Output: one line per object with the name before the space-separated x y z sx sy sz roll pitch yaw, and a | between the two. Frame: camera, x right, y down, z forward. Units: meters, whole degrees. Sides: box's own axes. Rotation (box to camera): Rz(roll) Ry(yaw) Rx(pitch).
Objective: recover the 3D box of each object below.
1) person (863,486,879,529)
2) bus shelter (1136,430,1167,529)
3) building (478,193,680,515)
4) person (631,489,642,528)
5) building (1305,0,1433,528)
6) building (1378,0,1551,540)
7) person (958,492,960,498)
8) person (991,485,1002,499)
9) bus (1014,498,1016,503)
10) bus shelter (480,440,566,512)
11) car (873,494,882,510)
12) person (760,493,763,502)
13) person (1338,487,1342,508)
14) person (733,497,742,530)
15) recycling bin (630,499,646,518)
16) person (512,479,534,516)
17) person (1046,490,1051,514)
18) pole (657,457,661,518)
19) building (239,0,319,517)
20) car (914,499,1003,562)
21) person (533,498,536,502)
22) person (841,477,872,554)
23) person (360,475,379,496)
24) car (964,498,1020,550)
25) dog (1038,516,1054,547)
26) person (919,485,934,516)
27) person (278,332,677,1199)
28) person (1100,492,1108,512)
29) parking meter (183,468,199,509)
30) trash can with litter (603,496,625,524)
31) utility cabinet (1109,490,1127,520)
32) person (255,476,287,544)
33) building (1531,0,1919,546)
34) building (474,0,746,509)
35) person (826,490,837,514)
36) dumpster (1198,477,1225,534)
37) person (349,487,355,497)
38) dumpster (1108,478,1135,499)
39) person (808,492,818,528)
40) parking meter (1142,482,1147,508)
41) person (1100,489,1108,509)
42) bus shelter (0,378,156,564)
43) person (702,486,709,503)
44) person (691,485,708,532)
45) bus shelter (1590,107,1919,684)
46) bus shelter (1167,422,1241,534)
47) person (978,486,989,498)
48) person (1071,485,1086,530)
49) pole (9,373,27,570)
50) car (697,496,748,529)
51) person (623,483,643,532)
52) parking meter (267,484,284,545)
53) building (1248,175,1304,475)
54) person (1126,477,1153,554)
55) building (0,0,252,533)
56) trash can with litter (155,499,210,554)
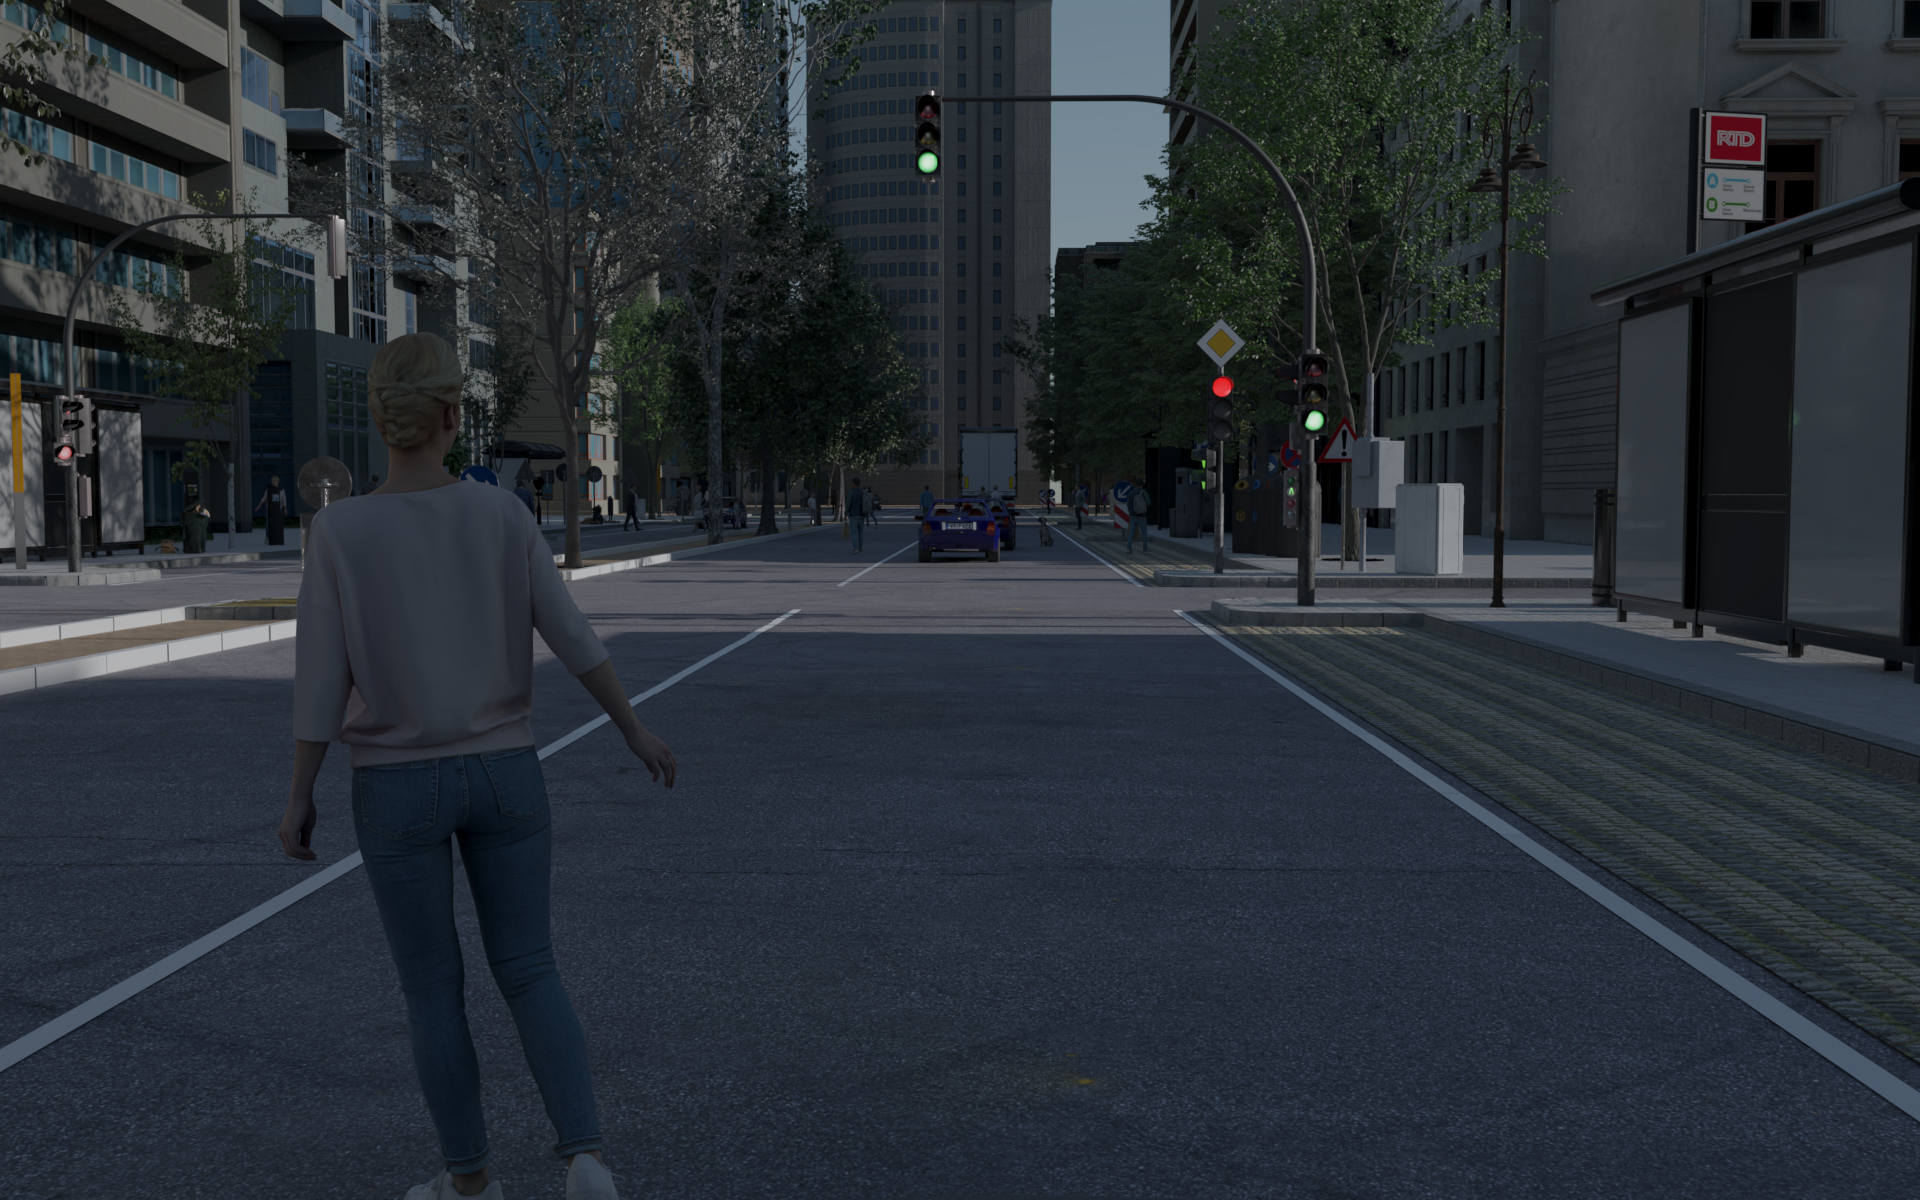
person | -3.680 -3.808 71.349 0.643 1.750 0.593 3 5 43
bus shelter | 7.825 -4.583 66.211 1.731 3.624 6.357 0 4 1
building | -35.841 -16.782 119.429 27.650 21.520 28.899 0 4 1
person | -13.853 -3.959 73.909 0.598 1.740 0.731 -3 5 -45
building | 21.861 -14.816 71.915 12.332 23.373 15.834 0 4 1
building | 20.650 -12.291 55.716 10.420 20.320 16.860 0 4 1
person | 0.196 -5.738 102.495 0.592 1.802 0.473 3 5 43
person | 1.417 -3.573 67.137 0.478 1.798 0.641 -1 4 -11
bus | 3.727 -9.892 156.586 2.948 3.499 13.247 0 4 2
bus shelter | -16.831 -4.496 67.427 2.014 3.302 5.546 0 4 1
car | -7.996 -8.913 155.522 2.009 1.686 4.222 0 4 1
person | -8.533 -4.140 76.394 0.606 1.804 0.583 -1 4 -20
person | 12.045 -2.898 53.611 0.721 1.800 0.419 -1 4 -9
person | -8.806 -3.411 68.550 0.394 1.301 0.425 -2 4 -32
recycling bin | -17.068 -4.836 91.625 0.722 1.027 0.722 0 4 3
person | -11.009 -2.141 43.690 0.721 1.800 0.419 -1 4 -17
person | 6.163 -6.896 121.936 0.721 1.739 1.217 1 4 9
pole | -16.403 -6.149 94.382 0.158 3.312 0.155 0 3 0
building | -35.899 -46.999 81.101 22.319 86.520 31.000 0 4 1
car | -0.029 -1.533 37.642 1.945 1.354 3.894 0 4 0
person | -22.686 -5.172 90.946 0.721 1.781 0.623 1 4 13
person | -2.499 -1.996 41.118 0.794 1.824 0.713 -1 4 -10
person | -17.377 -2.766 51.074 0.655 1.846 0.447 0 4 -3
car | 0.589 -2.008 45.403 1.945 1.354 3.894 0 4 3
dog | 2.293 -1.864 47.318 0.513 0.831 0.800 1 4 14
person | -1.283 -3.567 67.172 0.601 1.785 0.444 0 4 -4
person | -0.855 0.357 3.335 0.598 1.740 0.731 3 5 45
person | 10.283 -6.998 123.677 0.599 1.433 0.991 -2 4 -35
parking meter | -17.022 -1.997 38.364 0.255 1.863 0.399 -2 4 -34
trash can with litter | -15.569 -3.991 76.307 1.678 1.210 2.233 0 4 -2
utility cabinet | 7.877 -4.648 84.666 1.173 1.500 0.318 3 4 37
person | -17.693 -2.304 44.393 0.731 1.740 0.598 -3 4 -38
building | 25.282 -12.504 40.592 21.152 22.565 11.583 0 4 1
building | -31.900 -44.199 160.909 20.611 71.187 20.563 0 4 1
person | -8.960 -6.960 123.017 1.217 1.735 0.721 -2 4 -33
dumpster | 7.474 -2.909 53.314 1.264 1.857 1.865 0 4 2
person | -22.973 -3.626 65.544 0.699 1.804 1.509 0 4 -4
dumpster | 9.410 -6.023 100.971 1.502 2.255 1.985 0 4 1
person | -6.235 -3.824 73.614 0.523 1.515 0.503 0 4 7
parking meter | 8.461 -4.480 78.964 0.399 1.863 0.255 0 4 7
person | 12.165 -8.626 147.807 1.217 1.736 0.721 2 4 30
bus shelter | -18.164 -3.340 32.241 2.179 5.291 8.768 0 4 1
person | -14.512 -5.684 99.643 0.731 1.740 0.598 0 4 -6
person | -9.889 -3.481 65.761 0.624 1.780 0.694 0 4 -8
bus shelter | 7.359 -2.333 15.770 2.179 5.291 8.768 0 4 1
bus shelter | 8.302 -4.127 58.766 1.731 3.624 6.357 0 4 1
person | 0.903 -3.673 69.111 0.519 1.759 0.362 -1 4 -11
person | 4.693 -3.673 68.728 0.473 1.802 0.592 -1 4 -14
pole | -15.970 -2.172 29.362 0.158 3.312 0.155 0 3 0
car | -9.919 -3.657 72.368 1.945 1.354 3.894 0 3 0
person | -12.514 -3.546 66.250 0.755 1.850 0.659 0 4 -1
parking meter | -17.177 -2.144 43.465 0.372 1.533 0.369 0 3 0
building | 24.073 -13.859 94.040 16.820 18.784 16.811 0 4 1
person | 4.197 -1.993 41.074 0.713 1.824 0.794 -3 5 -40
building | -34.428 -25.822 45.888 21.300 48.544 21.600 0 4 1
trash can with litter | -16.770 -1.587 37.335 1.055 1.170 0.624 -2 4 -32
